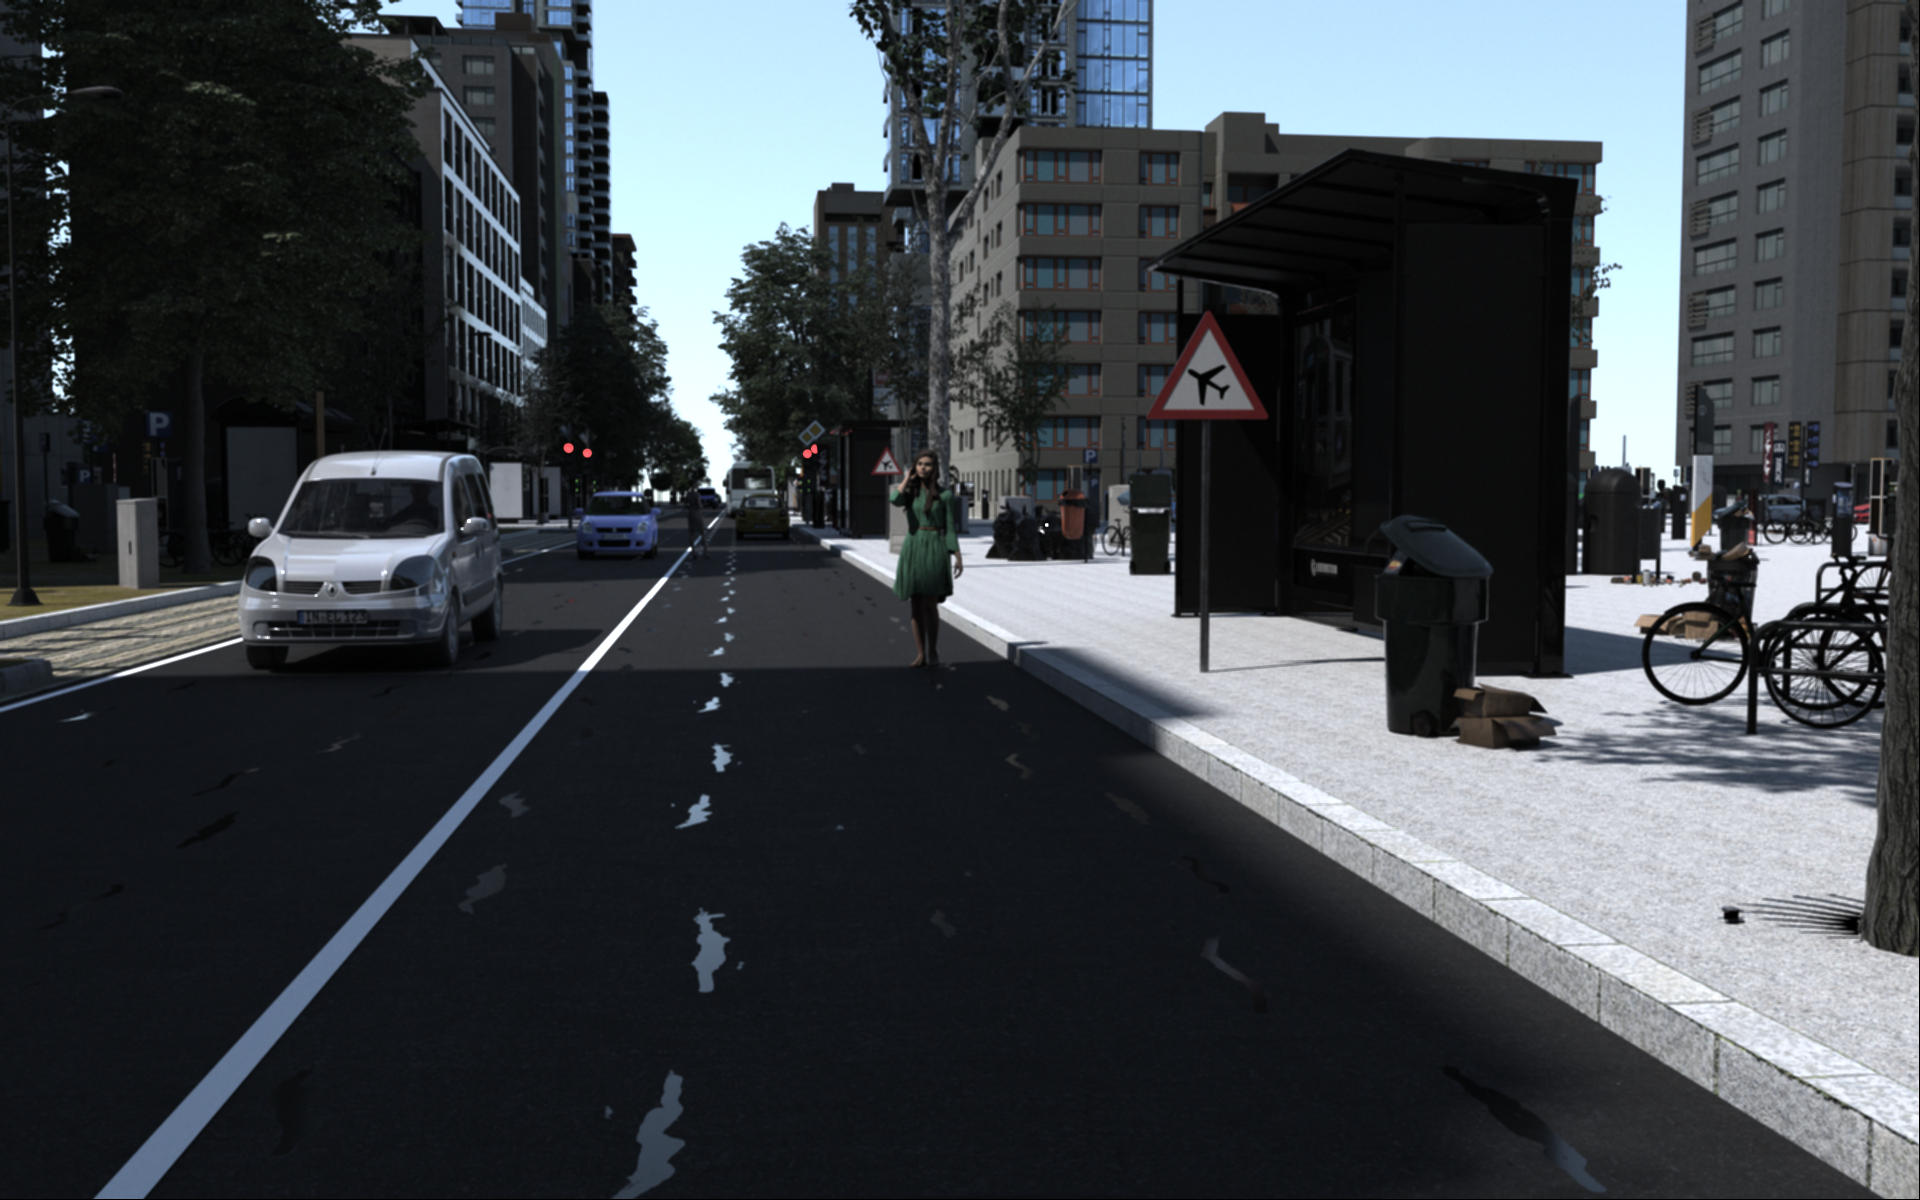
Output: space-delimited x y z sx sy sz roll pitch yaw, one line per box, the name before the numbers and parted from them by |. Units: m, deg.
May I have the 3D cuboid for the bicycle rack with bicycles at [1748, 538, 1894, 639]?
bicycle rack with bicycles | 9.724 -0.182 16.364 2.925 0.926 2.852 -1 4 -23

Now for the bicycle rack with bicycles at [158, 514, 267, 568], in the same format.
bicycle rack with bicycles | -13.381 -1.115 31.619 2.925 0.926 2.852 -2 4 -35

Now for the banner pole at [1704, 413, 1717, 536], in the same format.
banner pole | 23.120 -3.891 53.628 0.401 3.779 0.863 -1 4 -15

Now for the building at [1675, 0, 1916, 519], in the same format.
building | 48.876 -25.029 92.813 14.086 41.232 14.154 0 4 -7

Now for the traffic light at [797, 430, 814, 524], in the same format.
traffic light | -6.486 -5.163 73.329 0.839 4.253 0.868 0 4 -7

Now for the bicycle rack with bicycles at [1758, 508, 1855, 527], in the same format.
bicycle rack with bicycles | 21.836 -1.927 44.882 2.852 0.926 2.925 -2 4 -34

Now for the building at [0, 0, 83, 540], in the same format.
building | -36.119 -36.820 40.264 20.611 71.187 20.563 0 4 -7

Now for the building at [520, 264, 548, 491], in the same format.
building | -38.612 -17.198 135.937 10.420 20.320 16.860 0 4 -7

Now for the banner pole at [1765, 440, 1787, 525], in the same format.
banner pole | 33.389 -4.955 71.034 0.863 3.779 0.401 2 4 24

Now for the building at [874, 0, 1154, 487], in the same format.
building | 2.777 -50.164 132.860 22.319 86.520 31.000 0 4 -7

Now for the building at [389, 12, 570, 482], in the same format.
building | -45.197 -31.522 165.496 14.600 45.320 14.200 0 4 -7

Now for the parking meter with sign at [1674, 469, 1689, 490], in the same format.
parking meter with sign | 50.169 -7.534 119.436 0.543 3.016 1.738 -3 5 -41

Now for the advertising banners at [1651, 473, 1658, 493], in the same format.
advertising banners | 57.790 -8.998 143.304 2.074 3.025 0.090 -2 4 -31

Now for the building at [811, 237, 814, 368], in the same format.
building | -16.811 -36.301 277.111 14.154 41.232 14.086 0 4 -7

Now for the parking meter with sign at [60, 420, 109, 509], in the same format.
parking meter with sign | -20.992 -2.760 41.394 0.543 3.016 1.738 -3 5 -43

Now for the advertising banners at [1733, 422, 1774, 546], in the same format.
advertising banners | 19.657 -2.858 42.919 0.090 3.025 2.074 0 4 1

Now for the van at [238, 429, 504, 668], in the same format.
van | -5.196 -0.527 15.624 2.013 2.044 4.112 0 4 -7

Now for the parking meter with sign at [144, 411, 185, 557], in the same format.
parking meter with sign | -16.337 -2.434 36.060 1.738 3.016 0.543 3 5 44

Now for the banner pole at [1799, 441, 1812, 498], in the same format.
banner pole | 39.612 -5.579 81.230 0.401 3.779 0.863 -1 4 -18

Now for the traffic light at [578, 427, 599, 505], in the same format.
traffic light | -15.472 -5.092 72.167 0.839 4.253 0.868 0 4 -7

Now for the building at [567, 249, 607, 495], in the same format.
building | -49.374 -26.461 204.341 14.160 30.474 14.107 0 4 -7

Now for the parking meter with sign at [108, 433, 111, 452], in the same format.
parking meter with sign | -24.405 -3.194 48.476 0.543 3.016 1.738 0 4 -3

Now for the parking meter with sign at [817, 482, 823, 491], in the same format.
parking meter with sign | -8.707 -6.755 106.699 1.738 3.016 0.543 3 5 41

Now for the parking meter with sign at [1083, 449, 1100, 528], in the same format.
parking meter with sign | 5.083 -4.278 66.213 0.543 3.016 1.738 0 4 -3

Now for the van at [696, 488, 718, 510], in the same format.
van | -23.685 -9.606 161.440 2.240 2.365 5.245 0 4 -7

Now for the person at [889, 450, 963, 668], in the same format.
person | -0.272 -0.335 14.222 0.600 1.795 0.529 0 4 1

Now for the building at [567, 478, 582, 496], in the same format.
building | -56.504 -30.064 183.426 32.217 40.220 23.993 0 4 -7

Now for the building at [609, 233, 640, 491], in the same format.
building | -63.704 -38.288 280.634 22.147 44.769 28.867 0 4 -7

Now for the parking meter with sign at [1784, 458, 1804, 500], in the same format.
parking meter with sign | 40.214 -5.345 83.654 0.543 3.016 1.738 -1 4 -9

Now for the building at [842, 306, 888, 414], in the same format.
building | 2.921 -20.215 175.547 27.650 21.520 28.899 0 4 -7

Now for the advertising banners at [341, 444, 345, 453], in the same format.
advertising banners | -21.815 -3.954 60.828 0.090 3.025 2.074 -2 4 -30

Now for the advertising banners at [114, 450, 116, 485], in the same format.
advertising banners | -34.165 -4.520 70.089 0.090 3.025 2.074 -2 4 -25

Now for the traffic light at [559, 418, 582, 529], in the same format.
traffic light | -14.458 -4.607 64.246 0.839 4.253 0.868 0 4 -7

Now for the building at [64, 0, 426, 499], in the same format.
building | -34.068 -15.611 84.925 12.332 23.373 15.834 0 4 -7

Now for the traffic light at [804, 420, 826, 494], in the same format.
traffic light | -5.472 -4.678 65.408 0.839 4.253 0.868 0 4 -7

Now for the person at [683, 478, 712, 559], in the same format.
person | -5.800 -1.799 38.256 0.599 1.781 0.374 2 4 34

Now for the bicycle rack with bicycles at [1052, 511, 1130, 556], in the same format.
bicycle rack with bicycles | 2.887 -1.431 36.775 2.852 0.926 2.925 2 4 33

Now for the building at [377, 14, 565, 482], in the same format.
building | -42.706 -28.631 151.707 14.154 41.232 14.086 0 4 -7

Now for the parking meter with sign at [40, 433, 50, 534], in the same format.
parking meter with sign | -25.509 -3.288 50.021 0.543 3.016 1.738 3 5 44

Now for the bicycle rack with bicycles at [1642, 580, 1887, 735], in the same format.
bicycle rack with bicycles | 5.368 0.223 9.729 2.925 0.926 2.852 2 4 32

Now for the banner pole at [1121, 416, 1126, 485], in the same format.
banner pole | 5.279 -4.031 55.919 0.401 3.779 0.863 1 4 12

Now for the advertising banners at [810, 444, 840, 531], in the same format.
advertising banners | -4.556 -4.182 64.563 2.074 3.025 0.090 -1 4 -14

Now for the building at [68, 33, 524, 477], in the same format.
building | -39.774 -18.680 109.937 19.350 26.468 34.151 0 4 -7

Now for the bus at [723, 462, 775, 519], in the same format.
bus | -12.768 -6.715 104.642 2.948 3.499 13.247 -1 4 -9

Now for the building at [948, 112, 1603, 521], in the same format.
building | 15.364 -15.415 97.075 28.899 21.520 27.650 0 4 -7

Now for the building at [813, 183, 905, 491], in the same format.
building | -13.744 -36.626 248.951 14.600 45.320 14.200 0 4 -7

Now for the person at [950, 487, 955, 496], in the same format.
person | -0.436 -3.865 71.868 0.537 1.800 0.526 0 4 -2

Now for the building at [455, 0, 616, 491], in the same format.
building | -60.423 -57.296 249.455 22.319 86.520 31.000 0 4 -7
